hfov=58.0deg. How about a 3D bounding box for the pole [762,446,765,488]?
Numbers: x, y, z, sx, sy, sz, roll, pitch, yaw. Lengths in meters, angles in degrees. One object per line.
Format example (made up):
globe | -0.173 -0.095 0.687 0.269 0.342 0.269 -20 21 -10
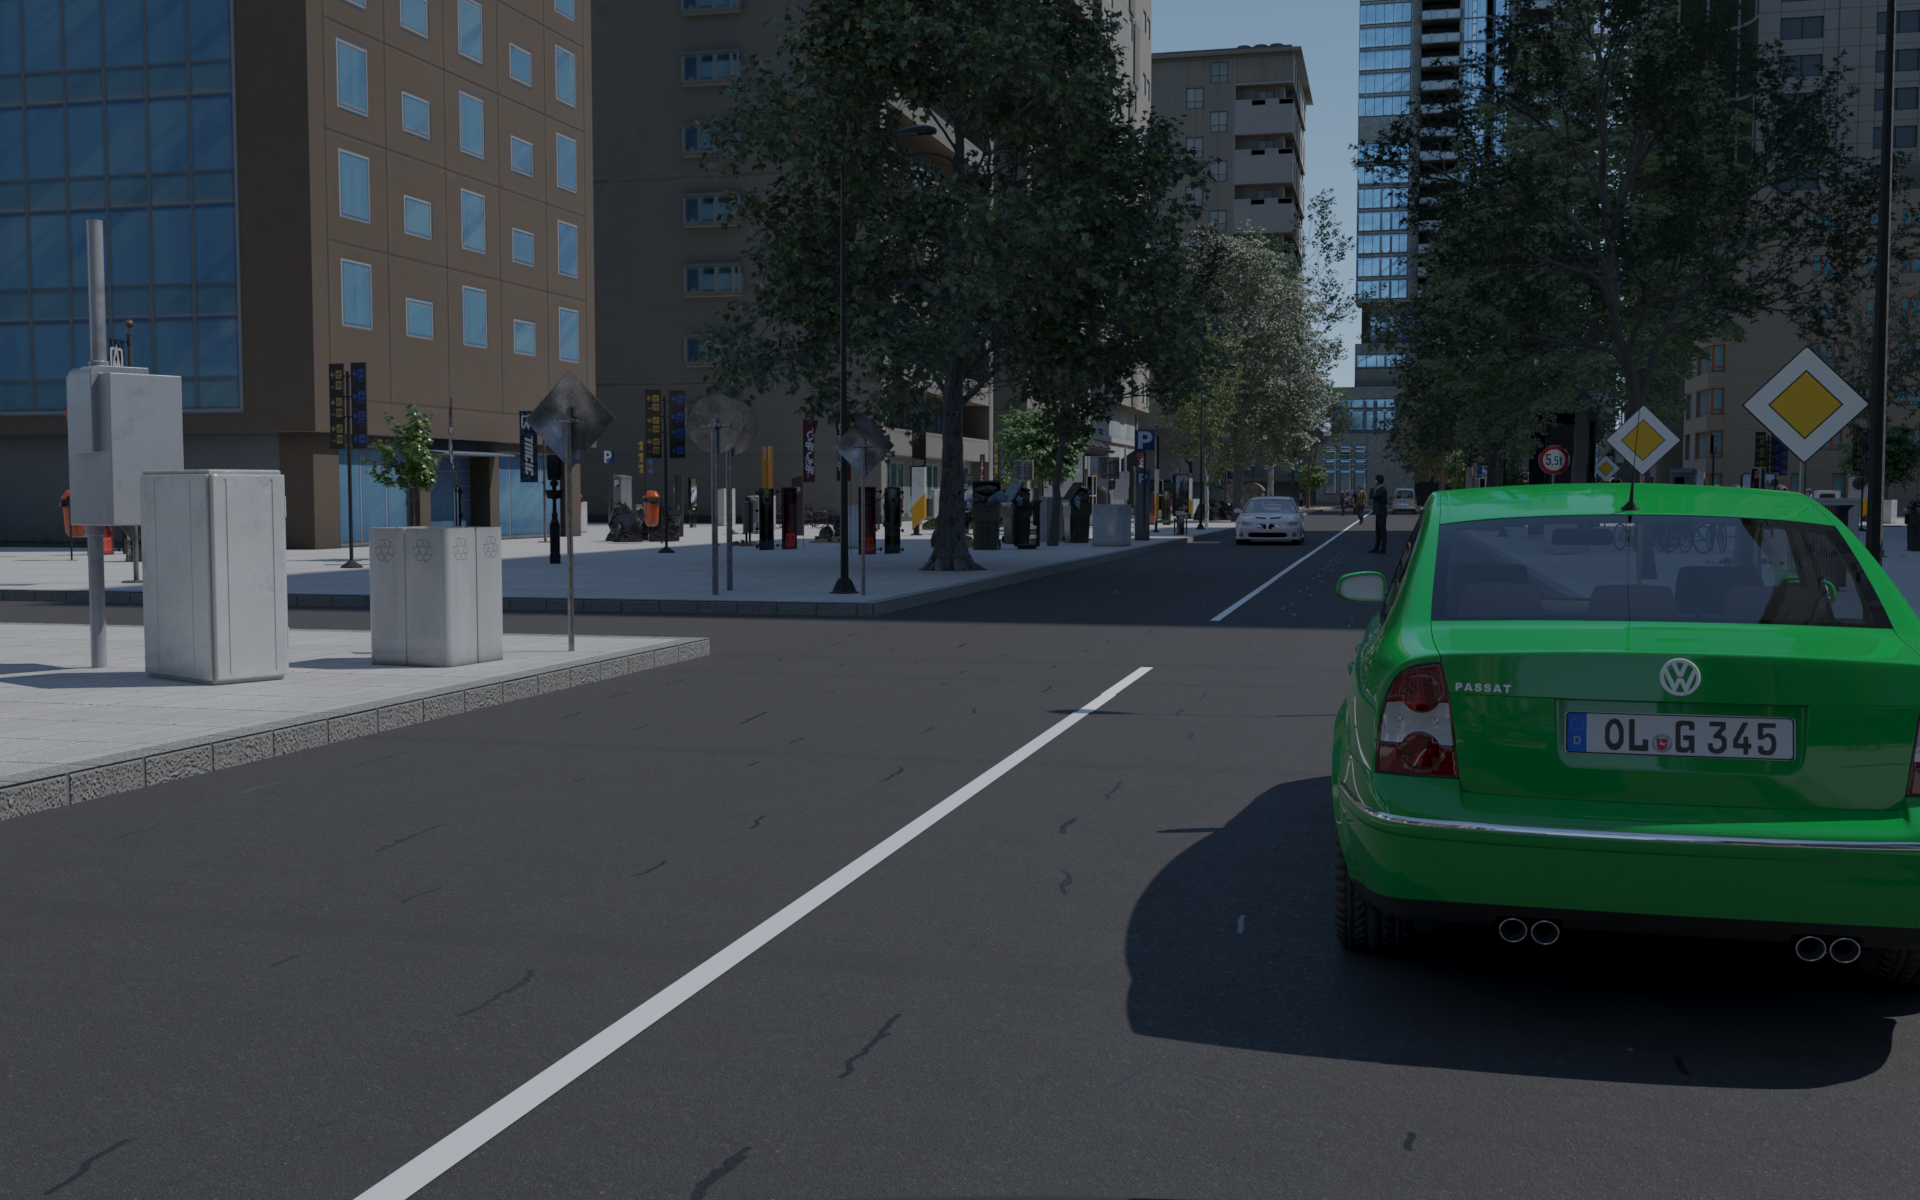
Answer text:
pole | -8.360 -4.900 73.956 0.158 3.312 0.155 0 3 0

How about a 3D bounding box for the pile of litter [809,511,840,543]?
pile of litter | -3.100 -1.945 45.772 1.719 0.858 1.176 0 4 3

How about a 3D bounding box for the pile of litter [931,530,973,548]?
pile of litter | -0.087 -1.701 41.775 1.176 0.858 1.719 2 4 34

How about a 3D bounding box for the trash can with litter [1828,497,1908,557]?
trash can with litter | 18.335 -1.514 35.806 1.678 1.210 2.233 -3 5 -42

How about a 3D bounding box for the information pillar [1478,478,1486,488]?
information pillar | 23.411 -4.479 77.727 0.304 2.012 0.304 1 4 11

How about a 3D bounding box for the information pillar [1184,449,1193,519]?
information pillar | 11.694 -5.955 88.723 0.504 3.616 0.183 -2 4 -26

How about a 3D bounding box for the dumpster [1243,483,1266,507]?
dumpster | 14.924 -5.061 88.501 1.264 1.857 1.865 1 4 14

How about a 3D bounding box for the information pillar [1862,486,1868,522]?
information pillar | 41.576 -5.384 79.376 0.183 3.616 0.504 -3 5 -43

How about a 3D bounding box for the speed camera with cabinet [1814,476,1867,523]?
speed camera with cabinet | 38.933 -5.029 76.563 2.038 3.252 0.660 1 4 18

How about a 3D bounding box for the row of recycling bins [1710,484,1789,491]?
row of recycling bins | 33.758 -4.120 74.469 3.534 1.692 1.069 0 4 2

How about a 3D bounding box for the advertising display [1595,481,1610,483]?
advertising display | 31.812 -4.950 86.139 0.974 1.923 0.123 0 4 1

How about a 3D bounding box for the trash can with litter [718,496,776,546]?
trash can with litter | -5.249 -1.966 43.207 1.678 1.210 2.233 -1 4 -17

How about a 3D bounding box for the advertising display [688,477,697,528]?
advertising display | -10.201 -3.724 66.102 0.123 1.923 0.974 0 4 5

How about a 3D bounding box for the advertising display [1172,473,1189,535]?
advertising display | 6.925 -3.006 54.359 0.123 1.923 0.974 2 4 33

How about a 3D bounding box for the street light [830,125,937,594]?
street light | -0.971 -3.029 22.071 1.470 5.913 1.316 1 4 14

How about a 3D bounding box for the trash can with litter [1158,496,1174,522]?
trash can with litter | 9.748 -4.231 80.226 1.678 1.210 2.233 2 4 33

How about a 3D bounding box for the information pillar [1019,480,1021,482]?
information pillar | 2.831 -5.508 81.412 0.183 3.616 0.504 -1 4 -13

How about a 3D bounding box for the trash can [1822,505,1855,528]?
trash can | 11.436 -0.693 22.984 0.748 1.137 0.748 0 3 0

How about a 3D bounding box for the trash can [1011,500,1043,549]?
trash can | 1.564 -1.756 40.369 0.748 1.137 0.748 0 3 0

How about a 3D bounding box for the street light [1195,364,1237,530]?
street light | 9.212 -5.487 62.247 1.470 5.913 1.316 1 4 14

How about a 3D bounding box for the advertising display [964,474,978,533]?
advertising display | 0.108 -3.131 56.399 0.974 1.923 0.123 -1 4 -9

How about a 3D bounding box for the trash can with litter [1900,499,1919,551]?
trash can with litter | 21.748 -1.680 38.863 1.055 1.170 0.624 0 4 4

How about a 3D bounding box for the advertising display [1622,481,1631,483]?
advertising display | 33.857 -5.082 88.297 0.974 1.923 0.123 0 4 1

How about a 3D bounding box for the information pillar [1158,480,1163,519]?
information pillar | 10.234 -5.162 88.883 0.304 2.012 0.304 -1 4 -11

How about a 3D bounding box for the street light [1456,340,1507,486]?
street light | 15.758 -4.853 51.892 1.470 5.913 1.316 1 4 14

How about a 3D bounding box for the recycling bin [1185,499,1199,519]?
recycling bin | 12.052 -4.760 90.384 0.722 1.027 0.722 3 5 41

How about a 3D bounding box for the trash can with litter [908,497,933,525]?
trash can with litter | -1.011 -3.756 72.461 2.233 1.210 1.678 0 4 4

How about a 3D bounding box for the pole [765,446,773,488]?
pole | -7.999 -4.850 73.138 0.158 3.312 0.155 0 3 0

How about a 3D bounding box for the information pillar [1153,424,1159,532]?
information pillar | 6.579 -4.071 57.921 0.183 3.616 0.504 0 4 -1

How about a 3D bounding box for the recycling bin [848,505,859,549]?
recycling bin | -2.405 -1.728 40.811 0.722 1.027 0.722 0 4 5

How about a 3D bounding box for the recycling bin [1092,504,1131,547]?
recycling bin | 3.732 -1.836 42.568 0.722 1.027 0.722 3 4 38

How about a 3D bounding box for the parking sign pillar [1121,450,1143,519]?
parking sign pillar | 9.069 -6.242 90.534 1.447 3.967 1.447 1 4 13

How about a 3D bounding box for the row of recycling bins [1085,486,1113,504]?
row of recycling bins | 6.607 -4.867 86.687 3.534 1.692 1.069 0 4 -8

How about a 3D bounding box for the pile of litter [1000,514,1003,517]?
pile of litter | 2.153 -4.325 84.685 1.719 0.858 1.176 -1 4 -14

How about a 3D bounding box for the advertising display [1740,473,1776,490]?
advertising display | 24.042 -2.875 52.217 0.974 1.923 0.123 1 4 11

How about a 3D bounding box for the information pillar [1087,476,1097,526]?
information pillar | 5.253 -3.958 69.199 0.304 2.012 0.304 2 4 34

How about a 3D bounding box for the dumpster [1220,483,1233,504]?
dumpster | 14.795 -5.399 94.027 1.264 1.857 1.865 1 4 14

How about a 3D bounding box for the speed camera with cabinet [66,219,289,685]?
speed camera with cabinet | -5.595 -1.100 12.318 2.038 3.252 0.660 3 4 38

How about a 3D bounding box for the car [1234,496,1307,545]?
car | 9.054 -2.326 50.395 2.083 1.381 4.827 1 4 13

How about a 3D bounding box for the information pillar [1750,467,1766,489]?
information pillar | 21.851 -2.630 47.489 0.304 2.012 0.304 -3 5 -41

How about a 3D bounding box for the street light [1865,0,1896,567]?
street light | 5.691 -2.400 11.788 1.470 5.913 1.316 1 4 14

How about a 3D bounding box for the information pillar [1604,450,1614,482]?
information pillar | 32.362 -5.812 86.381 0.504 3.616 0.183 2 4 35

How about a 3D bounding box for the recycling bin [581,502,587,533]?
recycling bin | -12.779 -2.723 57.076 0.722 1.027 0.722 2 4 24

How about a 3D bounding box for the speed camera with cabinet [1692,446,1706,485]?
speed camera with cabinet | 29.918 -4.651 70.379 0.660 3.252 2.038 2 4 27

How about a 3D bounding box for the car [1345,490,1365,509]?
car | 37.327 -9.510 164.162 2.281 1.827 5.304 1 4 12

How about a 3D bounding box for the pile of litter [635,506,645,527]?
pile of litter | -11.419 -3.032 63.541 1.176 0.858 1.719 1 4 18

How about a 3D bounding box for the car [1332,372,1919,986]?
car | 2.395 0.137 6.561 1.959 1.807 4.718 1 4 15

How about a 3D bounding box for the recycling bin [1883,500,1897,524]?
recycling bin | 40.031 -3.815 74.929 0.722 1.027 0.722 -3 5 -43

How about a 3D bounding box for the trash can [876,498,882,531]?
trash can | -3.055 -2.932 59.589 0.748 1.137 0.748 0 3 0

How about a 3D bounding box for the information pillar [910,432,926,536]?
information pillar | -1.277 -3.798 53.457 0.504 3.616 0.183 2 4 32
